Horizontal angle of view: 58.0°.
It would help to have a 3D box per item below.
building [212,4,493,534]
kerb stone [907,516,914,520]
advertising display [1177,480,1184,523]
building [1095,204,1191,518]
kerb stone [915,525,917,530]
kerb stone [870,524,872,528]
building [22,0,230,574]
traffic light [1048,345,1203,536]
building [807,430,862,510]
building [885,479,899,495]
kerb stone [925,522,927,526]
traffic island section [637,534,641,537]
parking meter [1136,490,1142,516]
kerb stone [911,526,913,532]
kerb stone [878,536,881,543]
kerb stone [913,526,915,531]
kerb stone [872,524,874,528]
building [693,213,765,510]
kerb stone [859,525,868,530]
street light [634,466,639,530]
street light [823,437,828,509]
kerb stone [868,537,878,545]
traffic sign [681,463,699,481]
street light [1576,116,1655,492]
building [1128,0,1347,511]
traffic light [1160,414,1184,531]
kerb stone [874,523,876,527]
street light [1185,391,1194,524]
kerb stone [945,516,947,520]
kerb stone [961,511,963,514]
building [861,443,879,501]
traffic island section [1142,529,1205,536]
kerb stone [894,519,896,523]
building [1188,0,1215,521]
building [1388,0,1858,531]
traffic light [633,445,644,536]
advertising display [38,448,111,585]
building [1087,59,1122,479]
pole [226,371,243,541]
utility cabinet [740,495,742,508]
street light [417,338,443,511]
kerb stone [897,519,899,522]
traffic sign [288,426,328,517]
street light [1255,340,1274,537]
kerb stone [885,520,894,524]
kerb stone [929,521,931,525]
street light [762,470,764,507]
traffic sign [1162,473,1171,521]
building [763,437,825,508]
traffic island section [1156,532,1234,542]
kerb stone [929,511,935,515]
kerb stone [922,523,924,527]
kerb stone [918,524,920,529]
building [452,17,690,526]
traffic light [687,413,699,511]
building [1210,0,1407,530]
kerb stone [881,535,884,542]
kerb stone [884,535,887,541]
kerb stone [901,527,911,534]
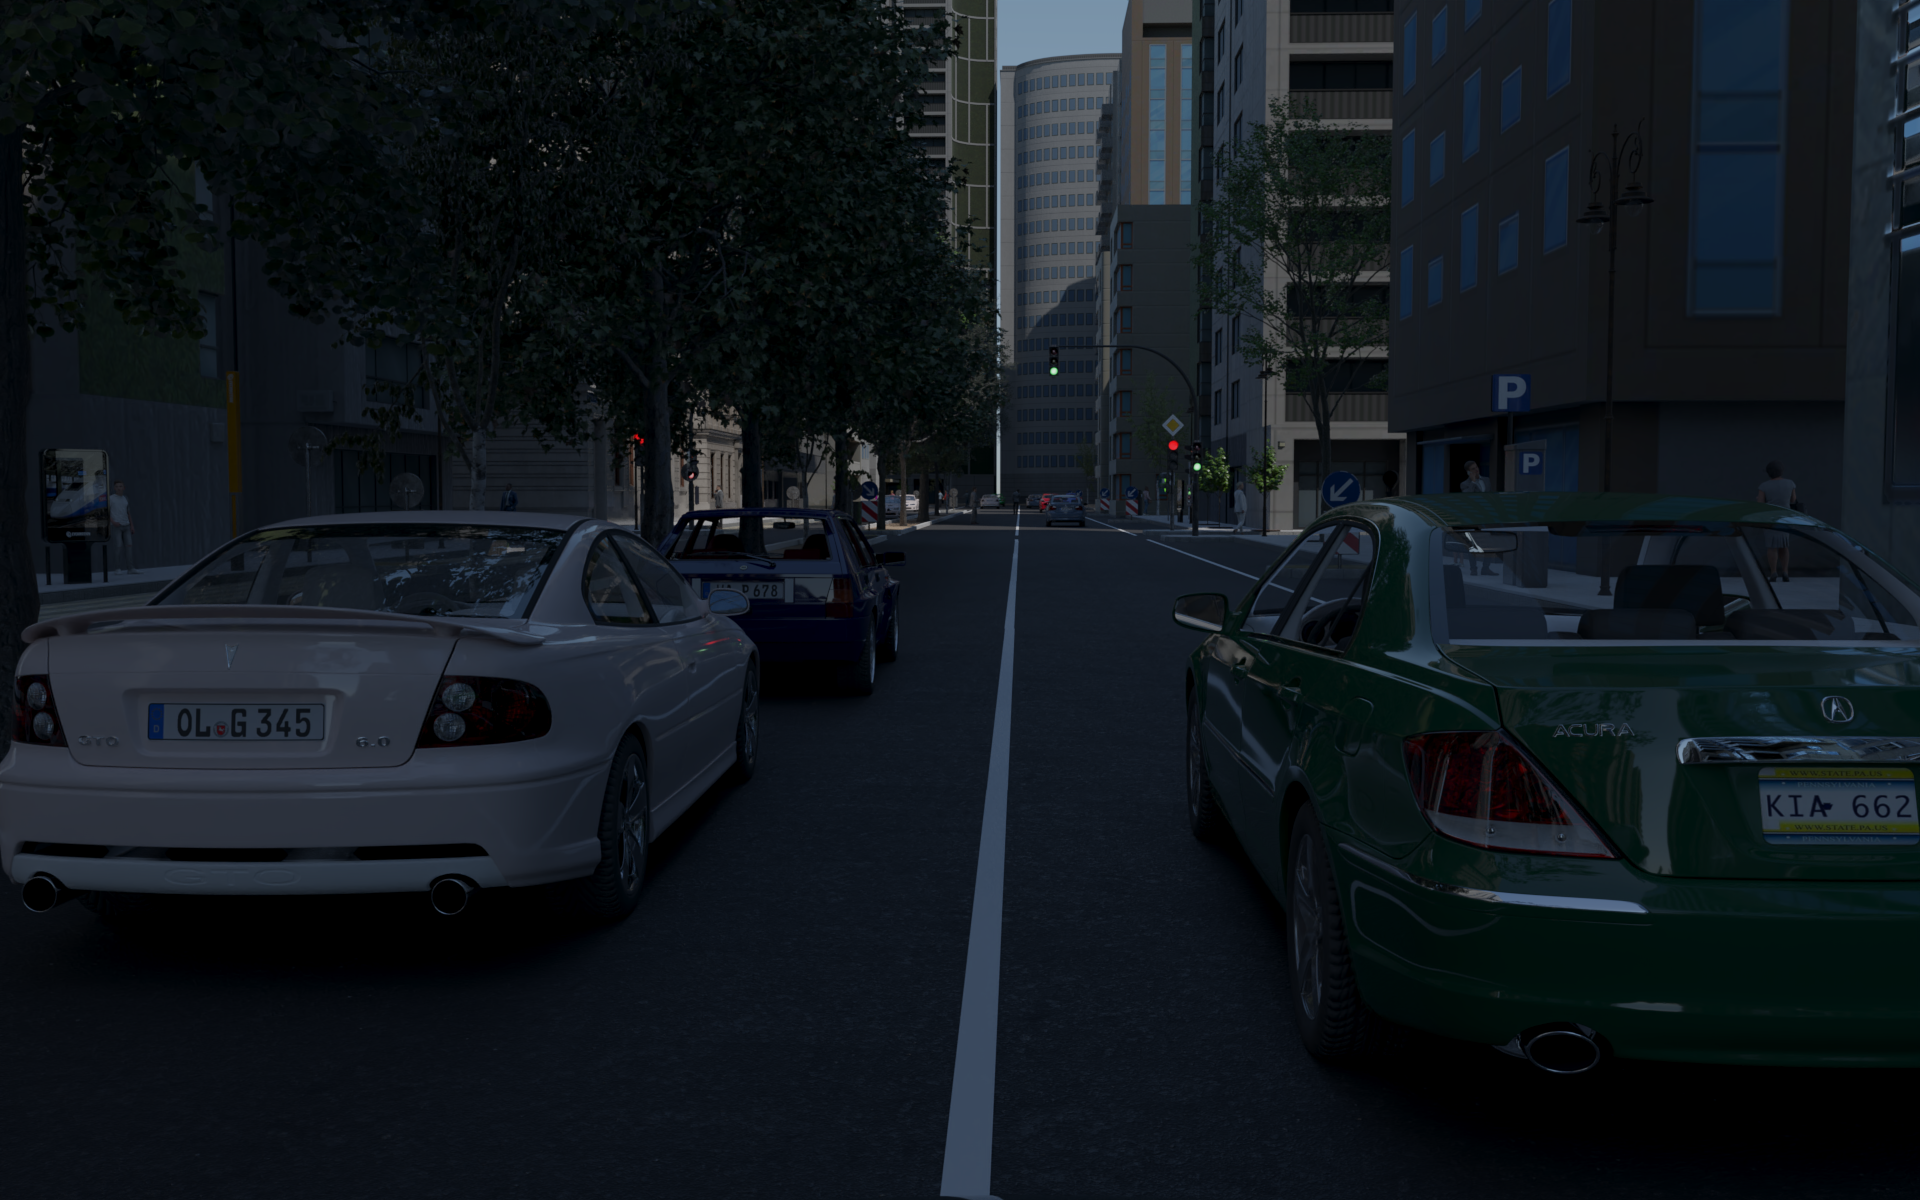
[{"bbox_3d":[-20.336,-16.708,44.880,14.107,30.474,14.160,0,4,2],"label":"building"},{"bbox_3d":[-2.865,-4.713,99.271,0.120,0.150,1.000,0,4,2],"label":"kerb stone"},{"bbox_3d":[9.904,-4.441,77.822,0.123,1.923,0.974,0,4,-6],"label":"advertising display"},{"bbox_3d":[23.712,-16.674,117.662,27.650,21.520,28.899,0,4,2],"label":"building"},{"bbox_3d":[-1.875,-2.766,67.422,0.120,0.150,1.000,0,4,2],"label":"kerb stone"},{"bbox_3d":[-3.836,-3.018,71.593,0.120,0.150,1.000,0,4,2],"label":"kerb stone"},{"bbox_3d":[-21.129,-20.891,25.169,14.154,41.232,14.086,0,4,2],"label":"building"},{"bbox_3d":[5.070,-4.776,52.760,4.771,5.953,1.251,0,4,2],"label":"traffic light"},{"bbox_3d":[-20.022,-32.011,147.083,21.300,48.544,21.600,0,4,2],"label":"building"},{"bbox_3d":[-22.271,-33.413,200.921,28.867,44.769,22.147,0,4,2],"label":"building"},{"bbox_3d":[-1.634,-3.205,74.597,0.120,0.150,1.000,0,4,2],"label":"kerb stone"},{"bbox_3d":[-9.827,-1.912,53.537,2.009,0.180,2.903,0,4,2],"label":"traffic island section"},{"bbox_3d":[10.579,-5.751,102.446,0.372,1.533,0.369,0,3,0],"label":"parking meter"},{"bbox_3d":[-1.956,-2.639,65.368,0.120,0.150,1.000,0,4,2],"label":"kerb stone"},{"bbox_3d":[-2.466,-1.725,50.465,0.120,0.150,1.000,0,4,2],"label":"kerb stone"},{"bbox_3d":[-1.909,-2.701,66.390,0.120,0.150,1.000,0,4,2],"label":"kerb stone"},{"bbox_3d":[-3.799,-3.082,72.614,0.120,0.150,1.000,0,4,2],"label":"kerb stone"},{"bbox_3d":[-16.580,-13.969,93.023,10.561,19.102,19.286,0,4,2],"label":"building"},{"bbox_3d":[-3.900,-2.896,69.542,0.120,0.150,1.000,0,4,2],"label":"kerb stone"},{"bbox_3d":[-11.561,-5.438,61.702,0.468,5.910,1.993,0,4,2],"label":"street light"},{"bbox_3d":[-9.446,-9.136,122.168,0.468,5.910,1.993,0,4,2],"label":"street light"},{"bbox_3d":[-2.502,-1.667,49.444,0.120,0.150,1.000,0,4,2],"label":"kerb stone"},{"bbox_3d":[-10.920,-4.275,69.998,0.768,2.556,0.104,0,4,8],"label":"traffic sign"},{"bbox_3d":[8.167,-2.995,21.753,0.468,5.910,1.993,0,4,2],"label":"street light"},{"bbox_3d":[24.857,-44.617,167.734,20.563,71.187,20.611,0,4,2],"label":"building"},{"bbox_3d":[7.442,-4.397,60.809,0.839,4.253,0.868,0,4,2],"label":"traffic light"},{"bbox_3d":[-3.767,-3.146,73.639,0.120,0.150,1.000,0,4,2],"label":"kerb stone"},{"bbox_3d":[9.990,-6.238,74.774,0.468,5.910,1.993,0,4,2],"label":"street light"},{"bbox_3d":[-0.950,-4.396,94.062,0.120,0.150,1.000,0,4,2],"label":"kerb stone"},{"bbox_3d":[-0.062,-5.964,119.713,0.120,0.150,1.000,0,4,2],"label":"kerb stone"},{"bbox_3d":[-19.709,-38.511,171.647,21.231,58.520,28.212,0,4,2],"label":"building"},{"bbox_3d":[7.481,-2.363,60.921,2.009,0.180,2.903,0,4,2],"label":"traffic island section"},{"bbox_3d":[-3.367,-3.834,84.925,0.120,0.150,1.000,0,4,2],"label":"kerb stone"},{"bbox_3d":[18.571,-19.352,88.101,14.160,30.474,14.107,0,4,2],"label":"building"},{"bbox_3d":[16.617,-23.347,31.834,14.600,45.320,14.200,0,4,2],"label":"building"},{"bbox_3d":[-9.788,-3.944,53.401,0.839,4.253,0.868,0,4,2],"label":"traffic light"},{"bbox_3d":[-12.614,-1.192,24.709,0.123,1.923,0.974,2,4,32],"label":"advertising display"},{"bbox_3d":[26.564,-35.131,193.995,23.786,49.044,30.456,0,4,2],"label":"building"},{"bbox_3d":[-12.098,-2.145,28.906,0.158,3.312,0.155,0,3,0],"label":"pole"},{"bbox_3d":[-10.408,-4.524,85.132,0.306,1.237,1.020,1,4,23],"label":"utility cabinet"},{"bbox_3d":[-12.233,-4.153,40.688,0.468,5.910,1.993,0,4,2],"label":"street light"},{"bbox_3d":[-3.302,-3.956,86.970,0.120,0.150,1.000,0,4,2],"label":"kerb stone"},{"bbox_3d":[-12.227,-1.980,32.485,0.768,2.556,0.104,0,4,5],"label":"traffic sign"},{"bbox_3d":[9.207,-4.858,52.209,0.468,5.910,1.993,0,4,2],"label":"street light"},{"bbox_3d":[-3.409,-3.774,83.902,0.120,0.150,1.000,0,4,2],"label":"kerb stone"},{"bbox_3d":[-1.521,-3.392,77.679,0.120,0.150,1.000,0,4,2],"label":"kerb stone"},{"bbox_3d":[-10.471,-7.286,91.907,0.468,5.910,1.993,0,4,2],"label":"street light"},{"bbox_3d":[9.990,-4.949,83.047,0.606,2.300,0.079,1,4,11],"label":"traffic sign"},{"bbox_3d":[-17.878,-18.255,117.539,14.314,24.678,30.058,0,4,2],"label":"building"},{"bbox_3d":[7.203,-1.875,52.941,2.009,0.180,2.903,0,4,2],"label":"traffic island section"},{"bbox_3d":[-1.980,-6.279,124.857,0.120,0.150,1.000,0,4,2],"label":"kerb stone"},{"bbox_3d":[-1.697,-3.080,72.554,0.120,0.150,1.000,0,4,2],"label":"kerb stone"},{"bbox_3d":[-1.808,-2.892,69.478,0.120,0.150,1.000,0,4,2],"label":"kerb stone"},{"bbox_3d":[-18.261,-14.466,72.684,11.583,22.565,21.152,0,4,2],"label":"building"},{"bbox_3d":[-7.416,-5.301,61.344,4.771,5.953,1.251,0,4,2],"label":"traffic light"},{"bbox_3d":[21.575,-38.559,68.684,20.611,71.187,20.563,0,4,2],"label":"building"},{"bbox_3d":[-2.427,-1.791,51.486,0.120,0.150,1.000,0,4,2],"label":"kerb stone"},{"bbox_3d":[-2.392,-1.854,52.507,0.120,0.150,1.000,0,4,2],"label":"kerb stone"},{"bbox_3d":[-1.989,-2.578,64.347,0.120,0.150,1.000,0,4,2],"label":"kerb stone"}]
